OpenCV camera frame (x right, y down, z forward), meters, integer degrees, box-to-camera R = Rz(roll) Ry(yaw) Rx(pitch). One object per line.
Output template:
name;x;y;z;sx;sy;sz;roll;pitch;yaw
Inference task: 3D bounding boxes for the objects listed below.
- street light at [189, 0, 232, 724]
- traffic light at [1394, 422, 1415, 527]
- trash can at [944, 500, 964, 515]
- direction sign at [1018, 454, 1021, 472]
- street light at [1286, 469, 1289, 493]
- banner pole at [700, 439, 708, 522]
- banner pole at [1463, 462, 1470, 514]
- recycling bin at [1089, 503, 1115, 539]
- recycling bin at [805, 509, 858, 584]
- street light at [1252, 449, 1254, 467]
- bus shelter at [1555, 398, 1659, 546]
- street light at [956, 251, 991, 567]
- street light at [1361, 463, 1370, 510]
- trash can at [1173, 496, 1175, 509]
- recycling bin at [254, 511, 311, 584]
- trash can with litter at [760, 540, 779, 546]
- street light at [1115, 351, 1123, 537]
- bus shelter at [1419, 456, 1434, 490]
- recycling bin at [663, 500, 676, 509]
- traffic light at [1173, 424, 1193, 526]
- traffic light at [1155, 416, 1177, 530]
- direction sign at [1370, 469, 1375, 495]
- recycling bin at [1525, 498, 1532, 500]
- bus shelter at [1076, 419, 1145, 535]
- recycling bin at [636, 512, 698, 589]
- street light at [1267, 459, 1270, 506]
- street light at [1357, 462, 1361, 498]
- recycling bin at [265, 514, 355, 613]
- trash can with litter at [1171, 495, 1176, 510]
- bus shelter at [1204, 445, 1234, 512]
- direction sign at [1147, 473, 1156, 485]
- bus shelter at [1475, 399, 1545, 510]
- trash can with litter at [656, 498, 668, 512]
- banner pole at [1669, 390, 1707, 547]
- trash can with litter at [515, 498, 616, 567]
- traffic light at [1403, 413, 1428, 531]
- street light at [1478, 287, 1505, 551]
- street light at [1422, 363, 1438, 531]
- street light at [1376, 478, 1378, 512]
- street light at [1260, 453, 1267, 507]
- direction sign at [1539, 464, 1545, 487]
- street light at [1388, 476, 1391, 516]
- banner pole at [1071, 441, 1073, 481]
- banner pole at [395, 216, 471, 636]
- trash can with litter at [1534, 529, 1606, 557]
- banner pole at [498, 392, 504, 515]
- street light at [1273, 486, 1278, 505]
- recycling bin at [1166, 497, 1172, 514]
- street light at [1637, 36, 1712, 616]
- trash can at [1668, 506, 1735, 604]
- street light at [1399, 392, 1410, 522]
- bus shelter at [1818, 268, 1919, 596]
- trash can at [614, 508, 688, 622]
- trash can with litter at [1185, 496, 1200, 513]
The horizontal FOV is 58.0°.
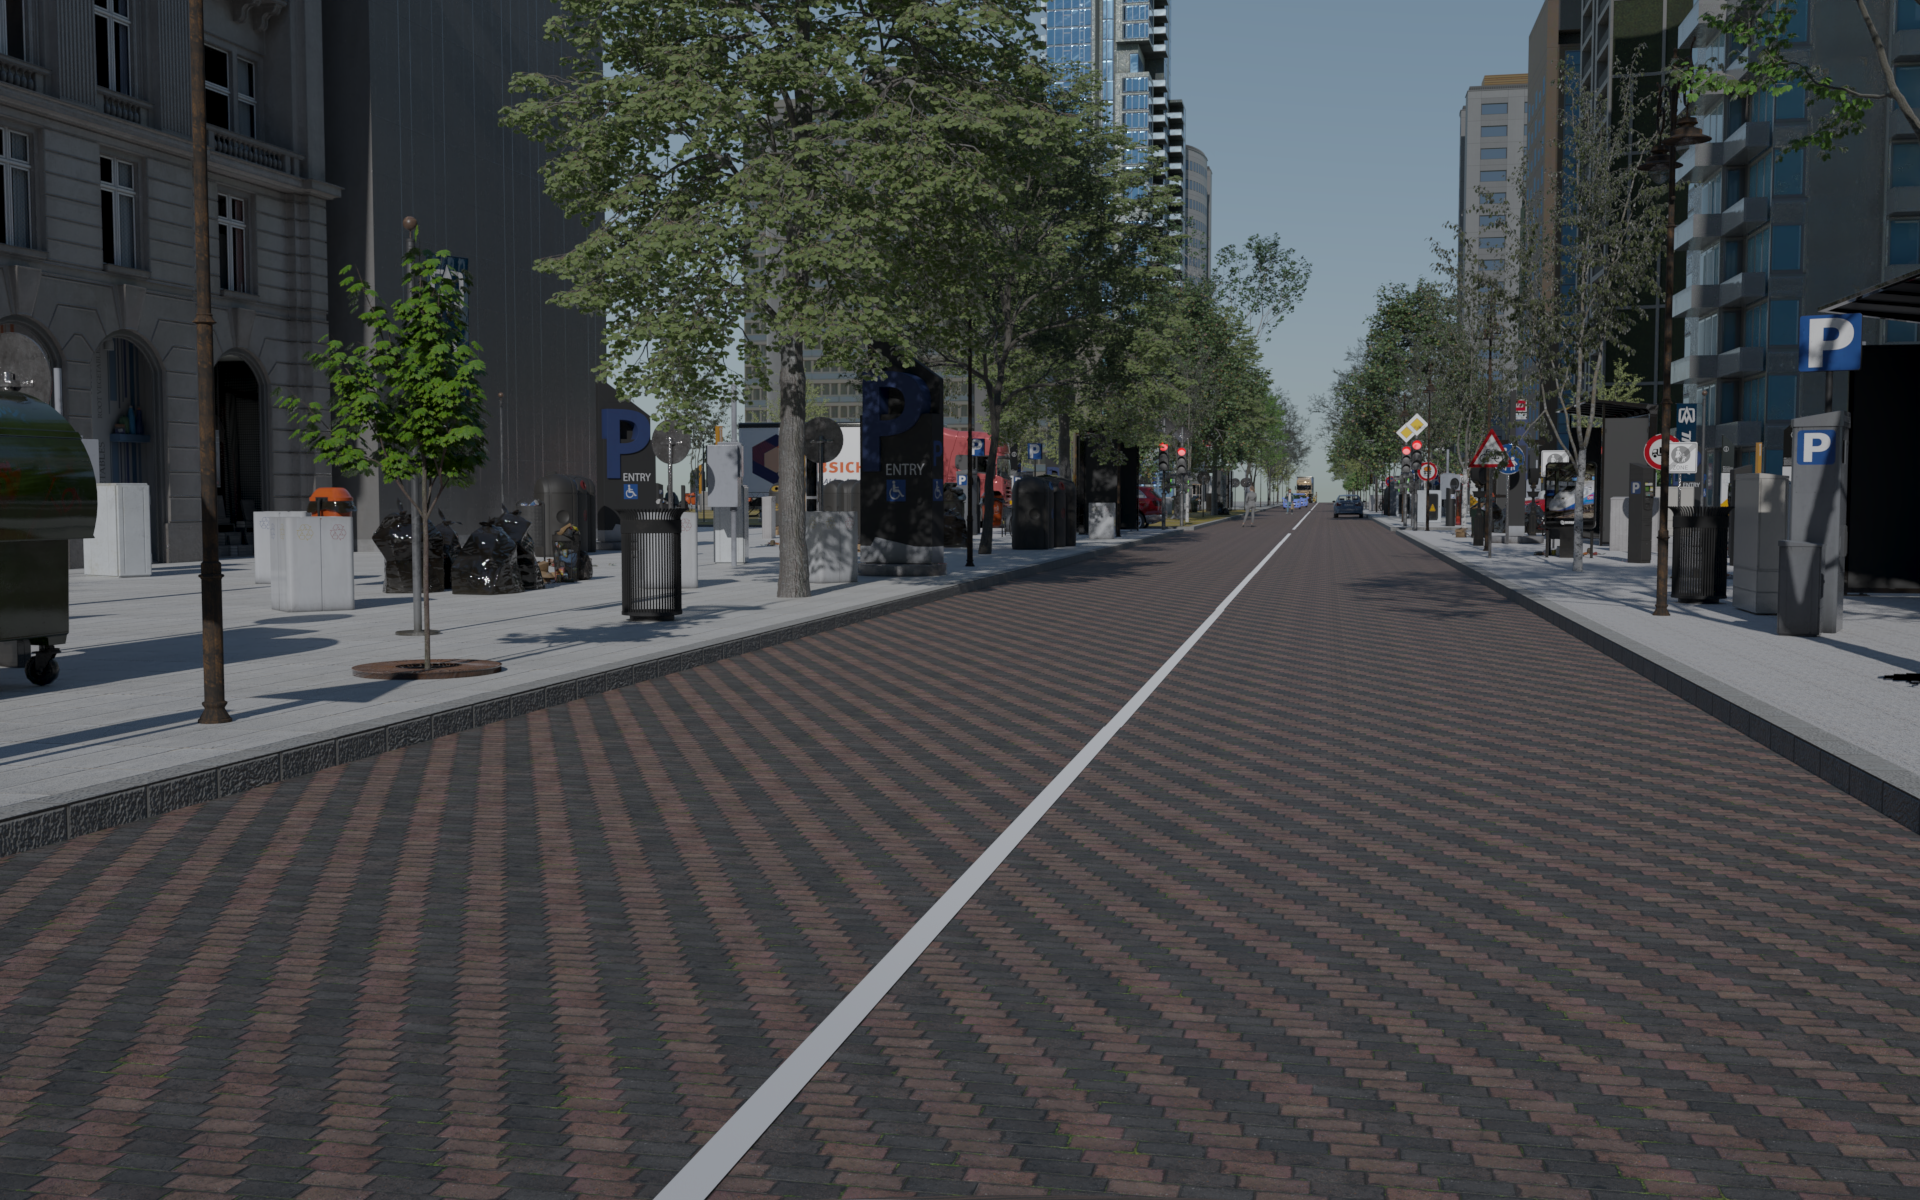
street light;-4.189;-2.249;9.561;0.468;5.910;1.993;1;4;12
traffic light;17.503;-4.842;68.080;0.839;4.253;0.868;1;4;12
trash can;-0.241;-2.015;44.592;0.748;1.137;0.748;0;3;0
direction sign;3.113;-6.528;98.728;0.876;3.537;0.379;-2;4;-32
street light;50.648;-18.105;268.800;0.468;5.910;1.993;1;4;12
banner pole;-11.597;-5.464;79.356;0.401;3.779;0.863;2;4;32
banner pole;32.919;-7.519;112.956;0.401;3.779;0.863;-3;4;-39
recycling bin;4.093;-2.282;49.862;0.722;1.027;0.722;1;4;9
recycling bin;-1.976;-0.776;25.247;0.722;1.027;0.722;-3;5;-43
street light;24.462;-10.538;145.090;0.468;5.910;1.993;1;4;12
bus shelter;16.874;-3.310;45.400;1.731;3.624;6.357;1;4;12
street light;0.176;-3.532;30.530;0.468;5.910;1.993;1;4;12
street light;35.878;-11.015;152.881;0.468;5.910;1.993;1;4;12
trash can;15.528;-6.832;123.357;0.748;1.137;0.748;0;3;0
recycling bin;-9.759;-0.764;25.042;0.722;1.027;0.722;-1;4;-12
trash can with litter;-4.416;-1.999;43.741;1.678;1.210;2.233;2;4;29
street light;4.740;-4.823;51.640;0.468;5.910;1.993;1;4;12
bus shelter;32.145;-8.604;118.304;2.179;5.291;8.768;1;4;12
recycling bin;-16.857;-5.348;99.994;0.722;1.027;0.722;-3;5;-43
traffic light;8.976;-4.950;69.858;0.839;4.253;0.868;1;4;12
traffic light;7.325;-4.472;62.045;0.839;4.253;0.868;1;4;12
direction sign;32.944;-8.936;138.092;0.876;3.537;0.379;-3;5;-41
recycling bin;36.927;-6.109;112.431;0.722;1.027;0.722;0;3;0
bus shelter;5.113;-4.039;57.315;1.731;3.624;6.357;1;4;12
recycling bin;-4.015;-0.684;23.735;0.722;1.027;0.722;-1;4;-20
street light;33.306;-13.113;187.192;0.468;5.910;1.993;1;4;12
street light;40.334;-12.318;174.183;0.468;5.910;1.993;1;4;12
recycling bin;-7.184;-0.406;19.200;0.722;1.027;0.722;-3;4;-37
trash can with litter;16.696;-7.619;135.957;0.624;1.170;1.055;-1;4;-11
bus shelter;19.358;-9.291;129.541;2.179;5.291;8.768;1;4;12
direction sign;15.659;-9.178;142.050;0.876;3.537;0.379;3;4;38
bus shelter;22.295;-5.697;70.773;2.179;5.291;8.768;1;4;12
trash can with litter;-14.713;-4.343;82.073;1.678;1.210;2.233;-3;5;-44
banner pole;17.755;-3.178;41.980;0.863;3.779;0.401;1;4;10
trash can with litter;-7.266;-1.204;30.735;2.233;1.210;1.678;0;4;2
traffic light;15.852;-4.364;60.266;0.839;4.253;0.868;1;4;12
street light;11.867;-4.040;38.839;0.468;5.910;1.993;1;4;12
street light;16.196;-5.323;59.823;0.468;5.910;1.993;1;4;12
street light;29.006;-9.031;120.445;0.468;5.910;1.993;1;4;12
street light;28.873;-11.828;166.179;0.468;5.910;1.993;1;4;12
direction sign;44.577;-8.574;132.187;0.876;3.537;0.379;-1;4;-17
street light;24.703;-7.756;99.591;0.468;5.910;1.993;1;4;12
banner pole;5.463;-5.602;81.608;0.863;3.779;0.401;3;4;36
banner pole;-4.818;-1.584;15.910;0.401;3.779;0.863;3;4;37
trash can with litter;12.867;-1.544;36.302;2.233;1.210;1.678;-2;4;-34
banner pole;-11.243;-3.212;42.537;0.401;3.779;0.863;-1;4;-15
street light;37.682;-14.382;207.925;0.468;5.910;1.993;1;4;12
recycling bin;12.931;-5.929;109.500;0.722;1.027;0.722;3;5;45
street light;7.411;-2.773;18.122;0.468;5.910;1.993;1;4;12
trash can;8.710;-0.534;20.393;0.748;1.137;0.748;0;3;0
street light;20.180;-6.481;78.754;0.468;5.910;1.993;1;4;12
bus shelter;10.981;-1.677;18.701;1.731;3.624;6.357;1;4;12
trash can;-3.133;-0.363;17.588;0.748;1.137;0.748;0;3;0
trash can with litter;16.126;-6.650;120.107;1.055;1.170;0.624;-3;5;-42
